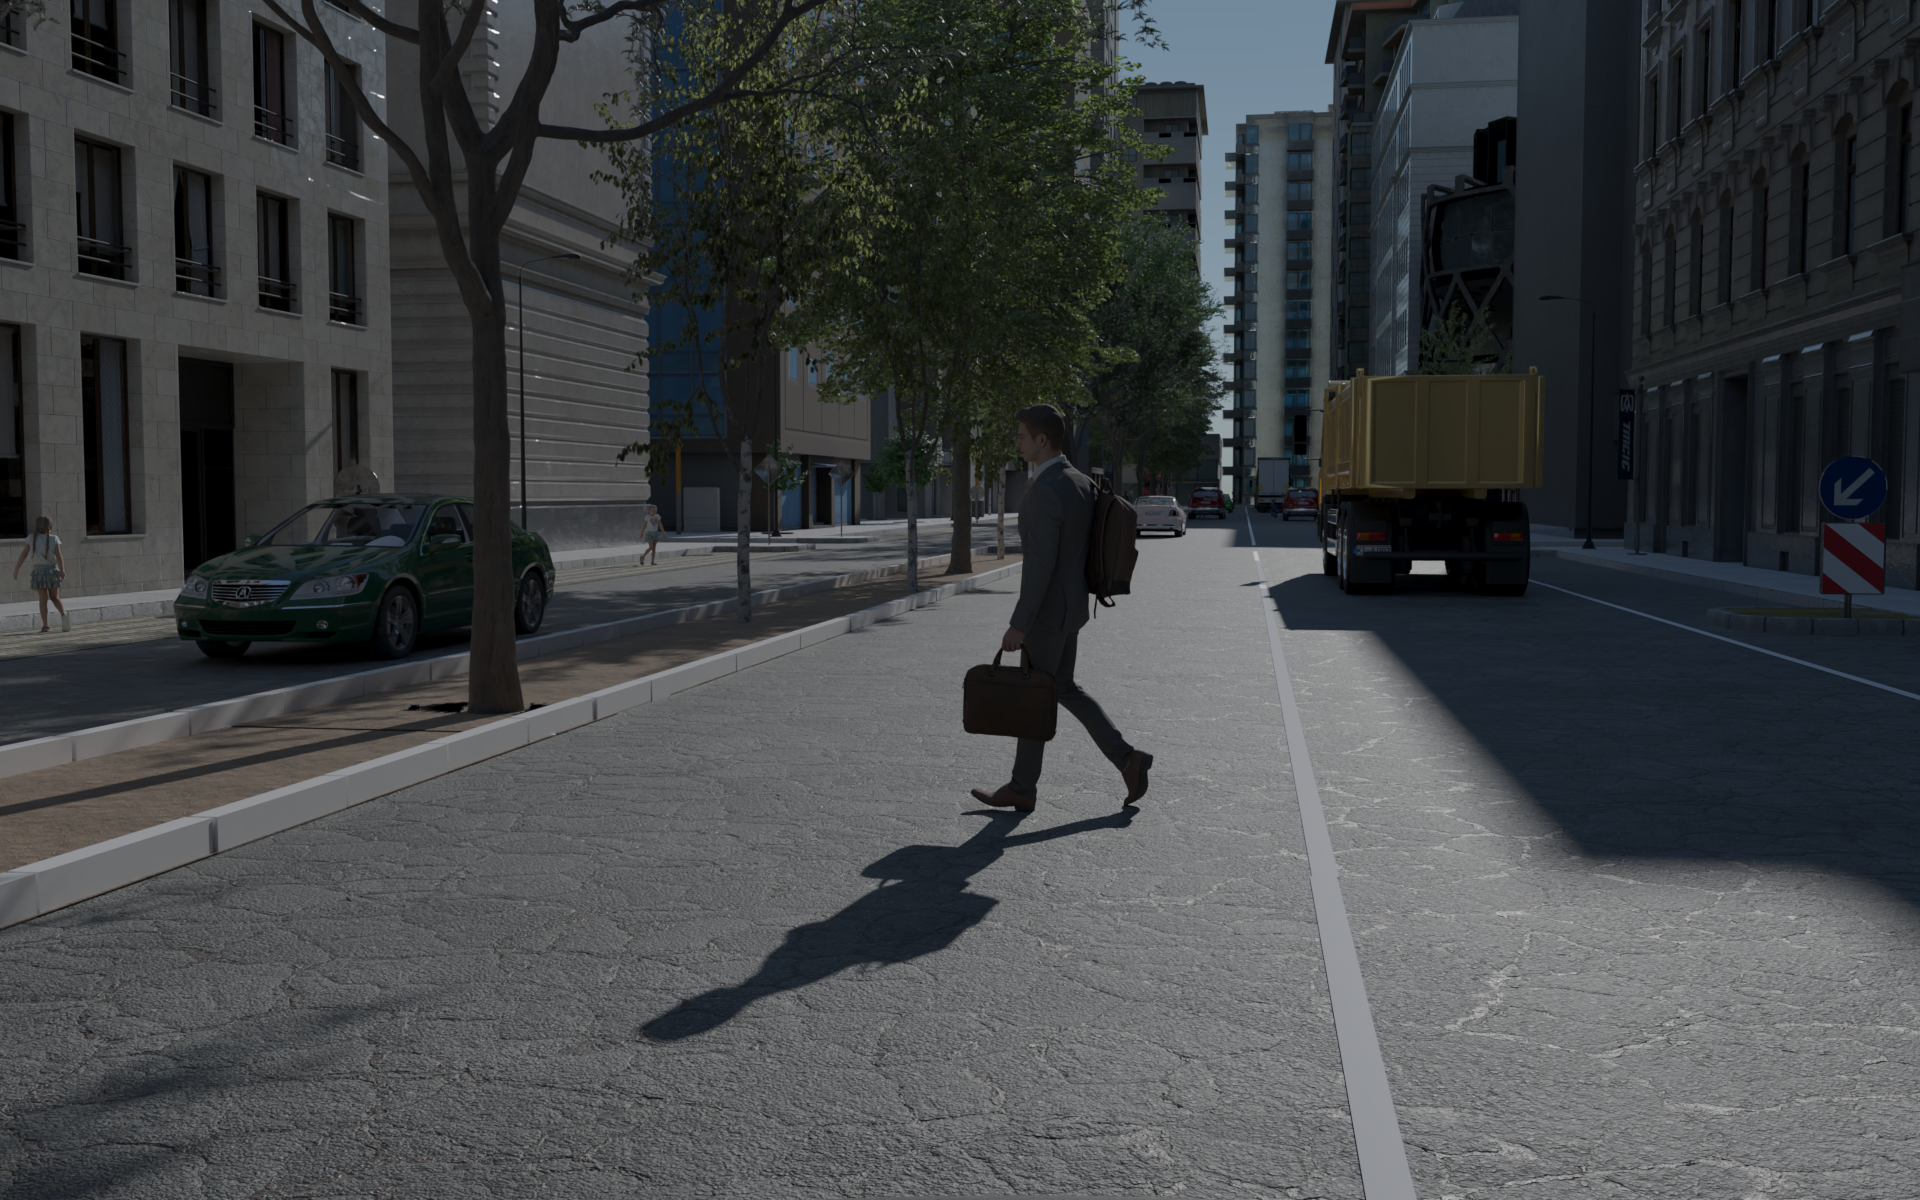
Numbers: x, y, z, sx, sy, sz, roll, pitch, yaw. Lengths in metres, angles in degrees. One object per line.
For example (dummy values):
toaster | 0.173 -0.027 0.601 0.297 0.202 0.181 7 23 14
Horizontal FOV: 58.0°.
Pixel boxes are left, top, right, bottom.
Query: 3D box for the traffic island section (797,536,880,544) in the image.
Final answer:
traffic island section | -3.553 -1.795 51.633 2.009 0.180 2.903 1 4 9

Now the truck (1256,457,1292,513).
truck | 24.803 -9.049 136.863 2.839 4.237 11.283 1 4 10

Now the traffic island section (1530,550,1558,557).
traffic island section | 12.816 -1.137 40.873 2.009 0.180 2.903 1 4 9

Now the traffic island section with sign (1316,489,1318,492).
traffic island section with sign | 30.522 -8.597 149.181 1.989 1.847 2.006 1 4 9

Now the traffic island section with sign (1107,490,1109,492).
traffic island section with sign | 13.272 -8.800 152.511 1.989 1.847 2.006 1 4 9

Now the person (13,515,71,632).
person | -9.440 -0.262 17.800 0.505 1.210 0.382 -2 4 -30

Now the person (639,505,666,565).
person | -6.171 -1.302 34.799 0.505 1.210 0.382 -3 4 -39

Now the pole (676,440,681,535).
pole | -8.924 -3.733 54.881 0.158 3.312 0.155 0 3 0

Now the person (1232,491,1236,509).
person | 26.370 -9.601 166.196 0.721 1.743 1.217 1 4 15

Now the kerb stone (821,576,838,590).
kerb stone | -2.035 -0.228 25.920 0.120 0.150 1.000 1 4 9

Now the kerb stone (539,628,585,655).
kerb stone | -3.690 0.392 15.798 0.120 0.150 1.000 1 4 9

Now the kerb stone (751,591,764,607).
kerb stone | -2.699 0.022 21.867 0.120 0.150 1.000 1 4 9

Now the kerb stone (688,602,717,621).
kerb stone | -3.024 0.150 19.849 0.120 0.150 1.000 1 4 9

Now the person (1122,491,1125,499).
person | 14.789 -9.004 156.452 0.721 1.736 1.217 0 4 -5

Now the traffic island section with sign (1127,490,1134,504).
traffic island section with sign | 17.795 -10.495 180.214 1.989 1.847 2.006 1 4 9

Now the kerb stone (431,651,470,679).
kerb stone | -4.021 0.519 13.768 0.120 0.150 1.000 1 4 9

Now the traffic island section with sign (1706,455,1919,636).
traffic island section with sign | 9.185 -0.608 18.572 1.989 1.847 2.006 1 4 9

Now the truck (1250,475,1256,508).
truck | 31.134 -10.985 175.530 3.469 3.379 9.791 1 4 9

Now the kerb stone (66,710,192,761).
kerb stone | -4.685 0.768 9.728 0.120 0.150 1.000 1 4 9

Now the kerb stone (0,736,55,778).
kerb stone | -4.852 0.829 8.706 0.120 0.150 1.000 1 4 9

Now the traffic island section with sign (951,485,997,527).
traffic island section with sign | 0.741 -4.112 75.863 1.989 1.847 2.006 1 4 9

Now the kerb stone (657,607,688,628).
kerb stone | -3.197 0.206 18.832 0.120 0.150 1.000 1 4 9

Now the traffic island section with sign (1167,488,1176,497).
traffic island section with sign | 15.128 -7.109 124.375 2.006 1.907 1.989 1 4 9

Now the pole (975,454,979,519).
pole | 0.875 -5.722 87.401 0.158 3.312 0.155 0 3 0

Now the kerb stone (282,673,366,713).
kerb stone | -4.358 0.639 11.752 0.120 0.150 1.000 1 4 9

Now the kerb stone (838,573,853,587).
kerb stone | -1.872 -0.290 26.931 0.120 0.150 1.000 1 4 9

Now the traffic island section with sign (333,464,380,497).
traffic island section with sign | -8.020 -0.833 22.245 1.989 1.847 2.006 1 4 9

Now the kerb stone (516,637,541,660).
kerb stone | -3.858 0.454 14.777 0.120 0.150 1.000 1 4 9

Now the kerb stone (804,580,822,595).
kerb stone | -2.200 -0.165 24.906 0.120 0.150 1.000 1 4 9

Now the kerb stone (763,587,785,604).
kerb stone | -2.534 -0.042 22.883 0.120 0.150 1.000 1 4 9

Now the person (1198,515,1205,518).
person | 14.710 -5.902 105.205 0.606 1.804 0.583 -2 4 -29

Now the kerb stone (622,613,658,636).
kerb stone | -3.356 0.270 17.821 0.120 0.150 1.000 1 4 9

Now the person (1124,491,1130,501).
person | 16.855 -10.129 174.833 0.721 1.735 1.217 -1 4 -18

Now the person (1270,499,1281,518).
person | 19.238 -5.590 105.390 0.738 1.151 1.012 3 4 38

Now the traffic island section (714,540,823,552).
traffic island section | -4.841 -1.313 43.752 2.009 0.180 2.903 1 4 9

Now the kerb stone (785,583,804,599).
kerb stone | -2.366 -0.104 23.891 0.120 0.150 1.000 1 4 9

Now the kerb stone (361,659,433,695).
kerb stone | -4.194 0.577 12.761 0.120 0.150 1.000 1 4 9

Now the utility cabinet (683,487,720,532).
utility cabinet | -8.625 -3.009 57.875 1.173 1.500 0.318 1 4 11

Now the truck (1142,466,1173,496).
truck | 20.077 -11.413 175.516 2.839 4.237 11.283 1 4 9

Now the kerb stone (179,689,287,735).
kerb stone | -4.520 0.701 10.739 0.120 0.150 1.000 1 4 9

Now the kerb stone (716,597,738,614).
kerb stone | -2.864 0.090 20.859 0.120 0.150 1.000 1 4 9

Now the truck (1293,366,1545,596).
truck | 7.299 -1.971 28.156 3.469 3.379 9.791 1 4 9

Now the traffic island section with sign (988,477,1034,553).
traffic island section with sign | 1.817 -2.127 42.906 2.006 1.907 1.989 1 4 9

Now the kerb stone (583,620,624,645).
kerb stone | -3.522 0.330 16.806 0.120 0.150 1.000 1 4 9

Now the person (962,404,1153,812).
person | 0.449 0.042 7.770 0.822 1.834 0.622 1 4 10
